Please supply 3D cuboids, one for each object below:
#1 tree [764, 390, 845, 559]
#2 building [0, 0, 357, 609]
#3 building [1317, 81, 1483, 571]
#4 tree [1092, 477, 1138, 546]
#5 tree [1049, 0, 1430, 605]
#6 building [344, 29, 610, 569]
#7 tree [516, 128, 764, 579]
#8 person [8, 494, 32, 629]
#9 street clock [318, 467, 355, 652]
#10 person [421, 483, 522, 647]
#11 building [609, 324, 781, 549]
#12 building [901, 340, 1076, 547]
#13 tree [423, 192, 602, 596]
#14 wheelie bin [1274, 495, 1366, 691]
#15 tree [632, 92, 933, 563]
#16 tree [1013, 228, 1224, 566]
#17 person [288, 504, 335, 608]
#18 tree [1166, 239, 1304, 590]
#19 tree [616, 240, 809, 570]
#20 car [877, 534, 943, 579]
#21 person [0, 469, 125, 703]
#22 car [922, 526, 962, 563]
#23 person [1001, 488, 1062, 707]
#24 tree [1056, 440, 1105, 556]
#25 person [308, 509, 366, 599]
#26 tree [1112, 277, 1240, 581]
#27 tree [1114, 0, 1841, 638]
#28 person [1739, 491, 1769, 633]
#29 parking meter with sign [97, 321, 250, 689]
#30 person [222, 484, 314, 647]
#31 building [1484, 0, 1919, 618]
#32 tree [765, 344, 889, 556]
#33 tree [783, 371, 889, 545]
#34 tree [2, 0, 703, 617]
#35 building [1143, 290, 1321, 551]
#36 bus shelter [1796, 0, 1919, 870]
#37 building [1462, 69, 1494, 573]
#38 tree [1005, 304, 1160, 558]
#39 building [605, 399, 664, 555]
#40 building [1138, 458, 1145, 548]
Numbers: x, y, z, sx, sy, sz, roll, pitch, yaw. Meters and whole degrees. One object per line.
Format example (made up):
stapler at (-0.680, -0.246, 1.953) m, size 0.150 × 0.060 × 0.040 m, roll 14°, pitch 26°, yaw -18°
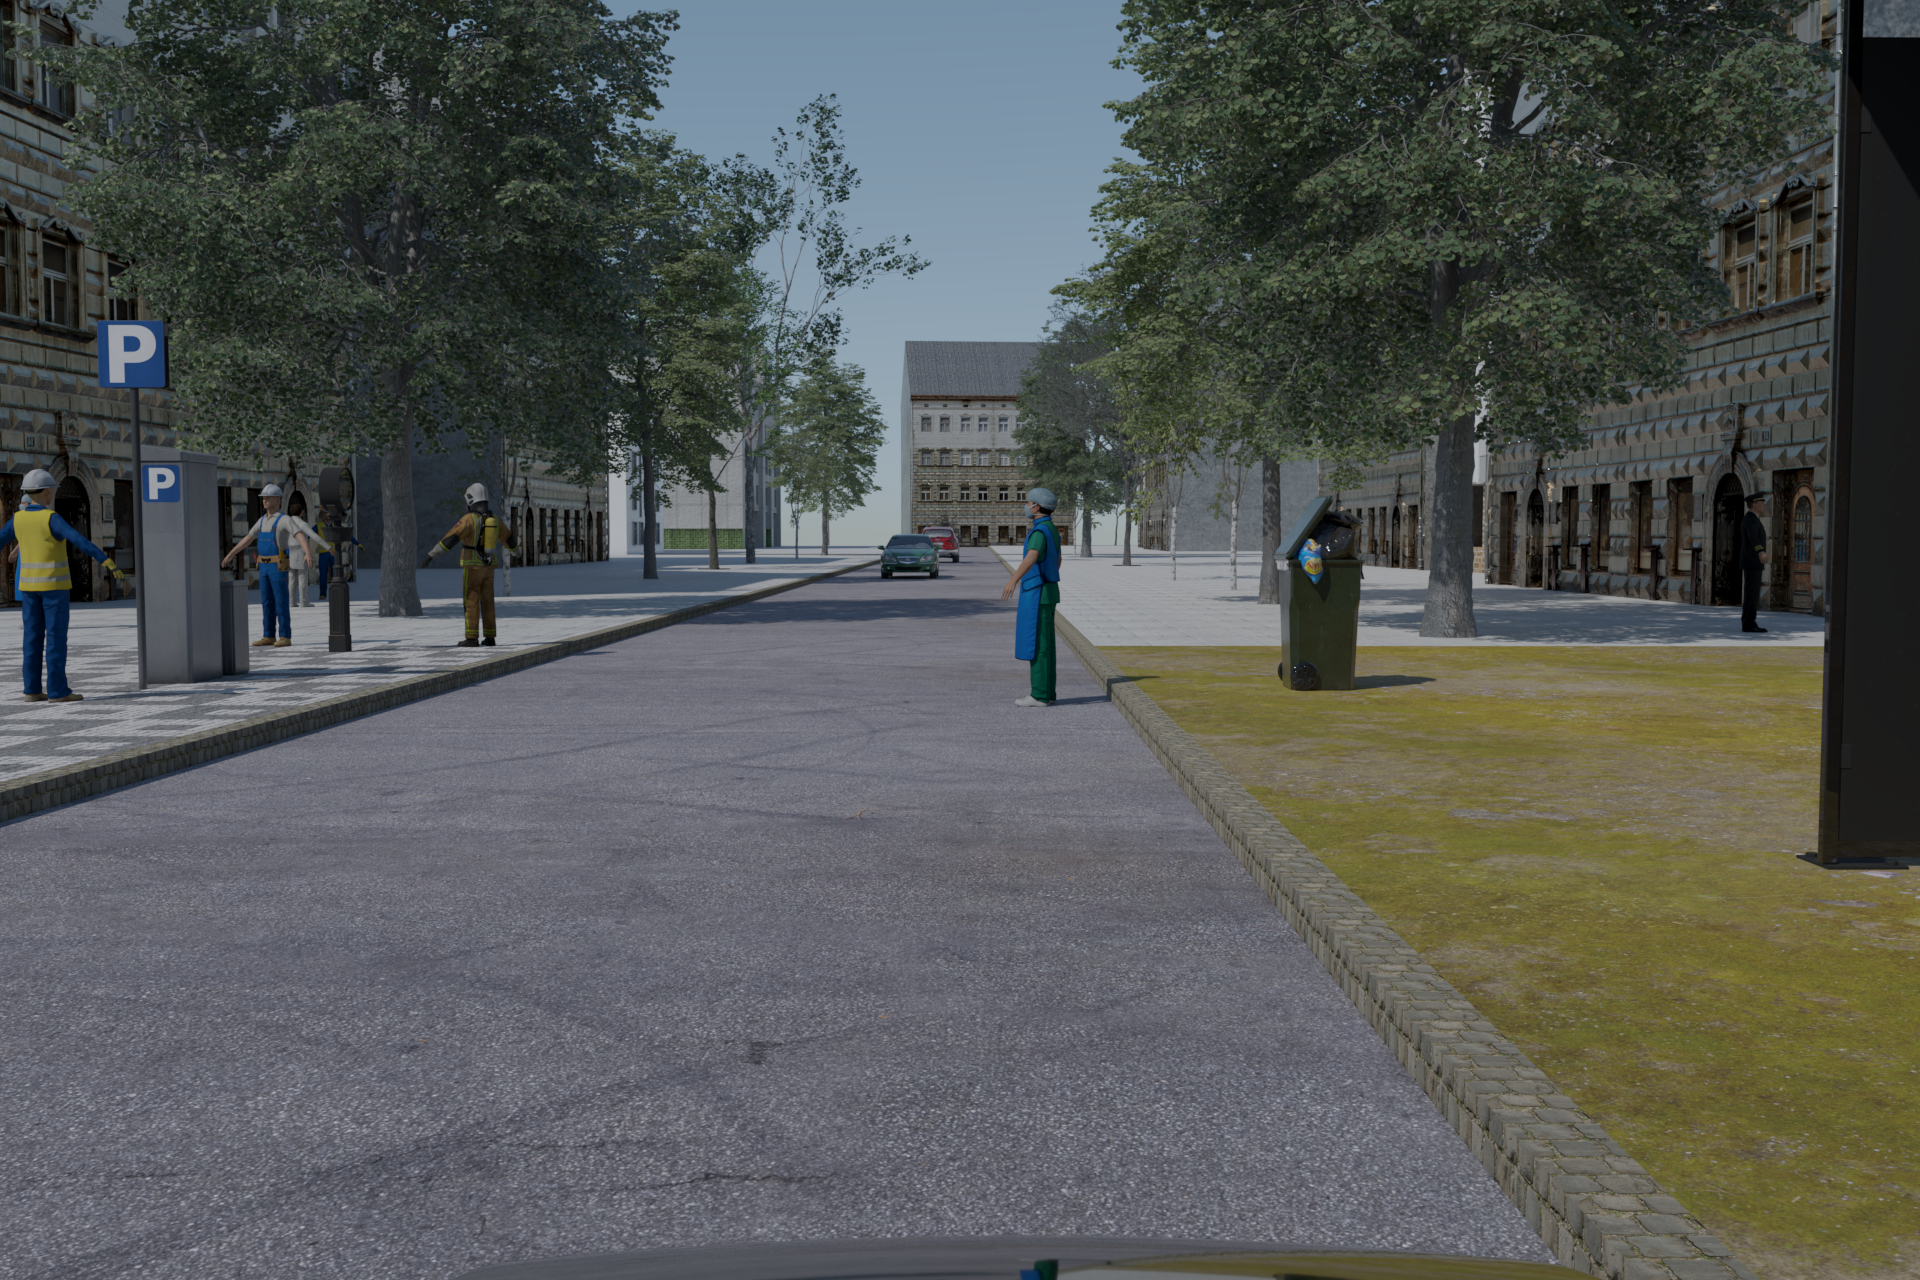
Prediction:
tree at (-8.588, -8.455, 88.606) m, size 4.360 × 8.622 × 3.978 m, roll 0°, pitch 3°, yaw 0°
building at (-25.413, -12.570, 36.455) m, size 19.493 × 23.208 × 18.063 m, roll 0°, pitch 4°, yaw 1°
building at (25.511, -14.574, 69.216) m, size 19.493 × 23.208 × 18.063 m, roll 0°, pitch 4°, yaw 0°
tree at (17.649, -15.779, 192.395) m, size 7.601 × 10.594 × 8.767 m, roll 0°, pitch 4°, yaw 3°
tree at (5.476, -6.950, 31.753) m, size 7.486 × 12.596 × 7.792 m, roll 0°, pitch 3°, yaw 0°
building at (-25.971, -14.768, 72.388) m, size 19.493 × 23.208 × 18.063 m, roll 0°, pitch 4°, yaw 1°
tree at (-9.101, -8.004, 48.985) m, size 7.486 × 12.596 × 7.792 m, roll 0°, pitch 3°, yaw 0°
person at (-12.452, -1.044, 23.199) m, size 0.704 × 1.817 × 1.347 m, roll -3°, pitch 5°, yaw -41°
street clock at (-6.751, -0.871, 18.810) m, size 0.358 × 2.002 × 0.471 m, roll 0°, pitch 4°, yaw 1°
person at (-5.499, -0.854, 19.727) m, size 0.705 × 1.858 × 1.354 m, roll 3°, pitch 4°, yaw 38°
building at (-26.682, -18.021, 161.107) m, size 16.747 × 18.905 × 31.486 m, roll 0°, pitch 3°, yaw 0°
building at (2.821, -22.203, 196.399) m, size 18.063 × 23.208 × 19.493 m, roll 0°, pitch 4°, yaw -5°
tree at (-9.356, -5.191, 35.228) m, size 4.360 × 8.622 × 3.978 m, roll 0°, pitch 3°, yaw 0°
wheelie bin at (2.999, -0.399, 14.426) m, size 0.693 × 1.594 × 0.980 m, roll 0°, pitch 4°, yaw 1°
tree at (-8.055, -13.362, 74.363) m, size 12.611 × 20.169 × 13.585 m, roll 0°, pitch 3°, yaw 0°
tree at (6.833, -9.710, 69.135) m, size 12.009 × 13.543 × 11.850 m, roll 0°, pitch 3°, yaw 0°
person at (-11.570, -1.476, 30.319) m, size 1.347 × 1.806 × 0.705 m, roll 1°, pitch 4°, yaw 16°
tree at (6.063, -5.447, 39.422) m, size 4.360 × 8.622 × 3.978 m, roll 0°, pitch 3°, yaw 0°
tree at (-9.043, -8.352, 62.309) m, size 9.928 × 11.665 × 9.643 m, roll 0°, pitch 3°, yaw 0°
car at (-1.630, -2.777, 57.199) m, size 2.131 × 1.459 × 4.920 m, roll 0°, pitch 4°, yaw 0°
person at (-6.974, -0.418, 13.296) m, size 1.216 × 1.772 × 0.721 m, roll 1°, pitch 4°, yaw 12°
car at (-1.063, -4.835, 87.720) m, size 2.281 × 1.827 × 5.304 m, roll 0°, pitch 4°, yaw 1°
person at (0.645, -0.361, 14.486) m, size 0.704 × 1.817 × 1.347 m, roll 1°, pitch 4°, yaw 18°
tree at (6.852, -9.331, 102.927) m, size 4.737 × 8.622 × 4.395 m, roll 0°, pitch 3°, yaw 0°
person at (-12.404, -1.717, 34.047) m, size 1.349 × 1.833 × 0.705 m, roll -2°, pitch 4°, yaw -28°
tree at (5.938, -5.963, 47.855) m, size 4.737 × 8.622 × 4.395 m, roll 0°, pitch 3°, yaw 0°
tree at (6.098, -7.016, 21.367) m, size 9.857 × 13.997 × 8.962 m, roll 0°, pitch 3°, yaw 0°
person at (10.398, -1.022, 22.642) m, size 0.705 × 1.837 × 1.347 m, roll 1°, pitch 4°, yaw 21°
parking meter with sign at (-6.759, -1.150, 15.066) m, size 0.543 × 3.016 × 1.738 m, roll 0°, pitch 3°, yaw 0°
person at (-7.863, -0.853, 19.804) m, size 1.347 × 1.847 × 0.705 m, roll 2°, pitch 4°, yaw 24°
building at (22.587, -12.451, 34.495) m, size 19.493 × 23.208 × 18.063 m, roll 0°, pitch 4°, yaw 1°
tree at (-8.019, -11.338, 103.496) m, size 7.486 × 12.596 × 7.792 m, roll 0°, pitch 3°, yaw 0°
tree at (-14.088, -20.877, 197.224) m, size 12.611 × 20.169 × 13.585 m, roll 0°, pitch 3°, yaw 0°
tree at (-8.875, -7.341, 26.687) m, size 9.857 × 13.997 × 8.962 m, roll 0°, pitch 3°, yaw 0°
building at (24.632, -18.660, 136.022) m, size 19.493 × 23.208 × 18.063 m, roll 0°, pitch 4°, yaw 1°
bus shelter at (3.842, -0.752, 3.585) m, size 1.731 × 3.624 × 6.357 m, roll 0°, pitch 4°, yaw -1°
building at (21.908, -12.300, 57.523) m, size 16.016 × 20.090 × 11.380 m, roll 0°, pitch 4°, yaw 0°
tree at (6.802, -11.445, 93.775) m, size 9.857 × 13.997 × 8.962 m, roll 0°, pitch 3°, yaw 0°
building at (-25.214, -10.964, 121.403) m, size 9.099 × 9.664 × 28.070 m, roll 0°, pitch 4°, yaw 0°
building at (26.069, -19.798, 154.633) m, size 19.493 × 23.208 × 18.063 m, roll 0°, pitch 4°, yaw 1°
